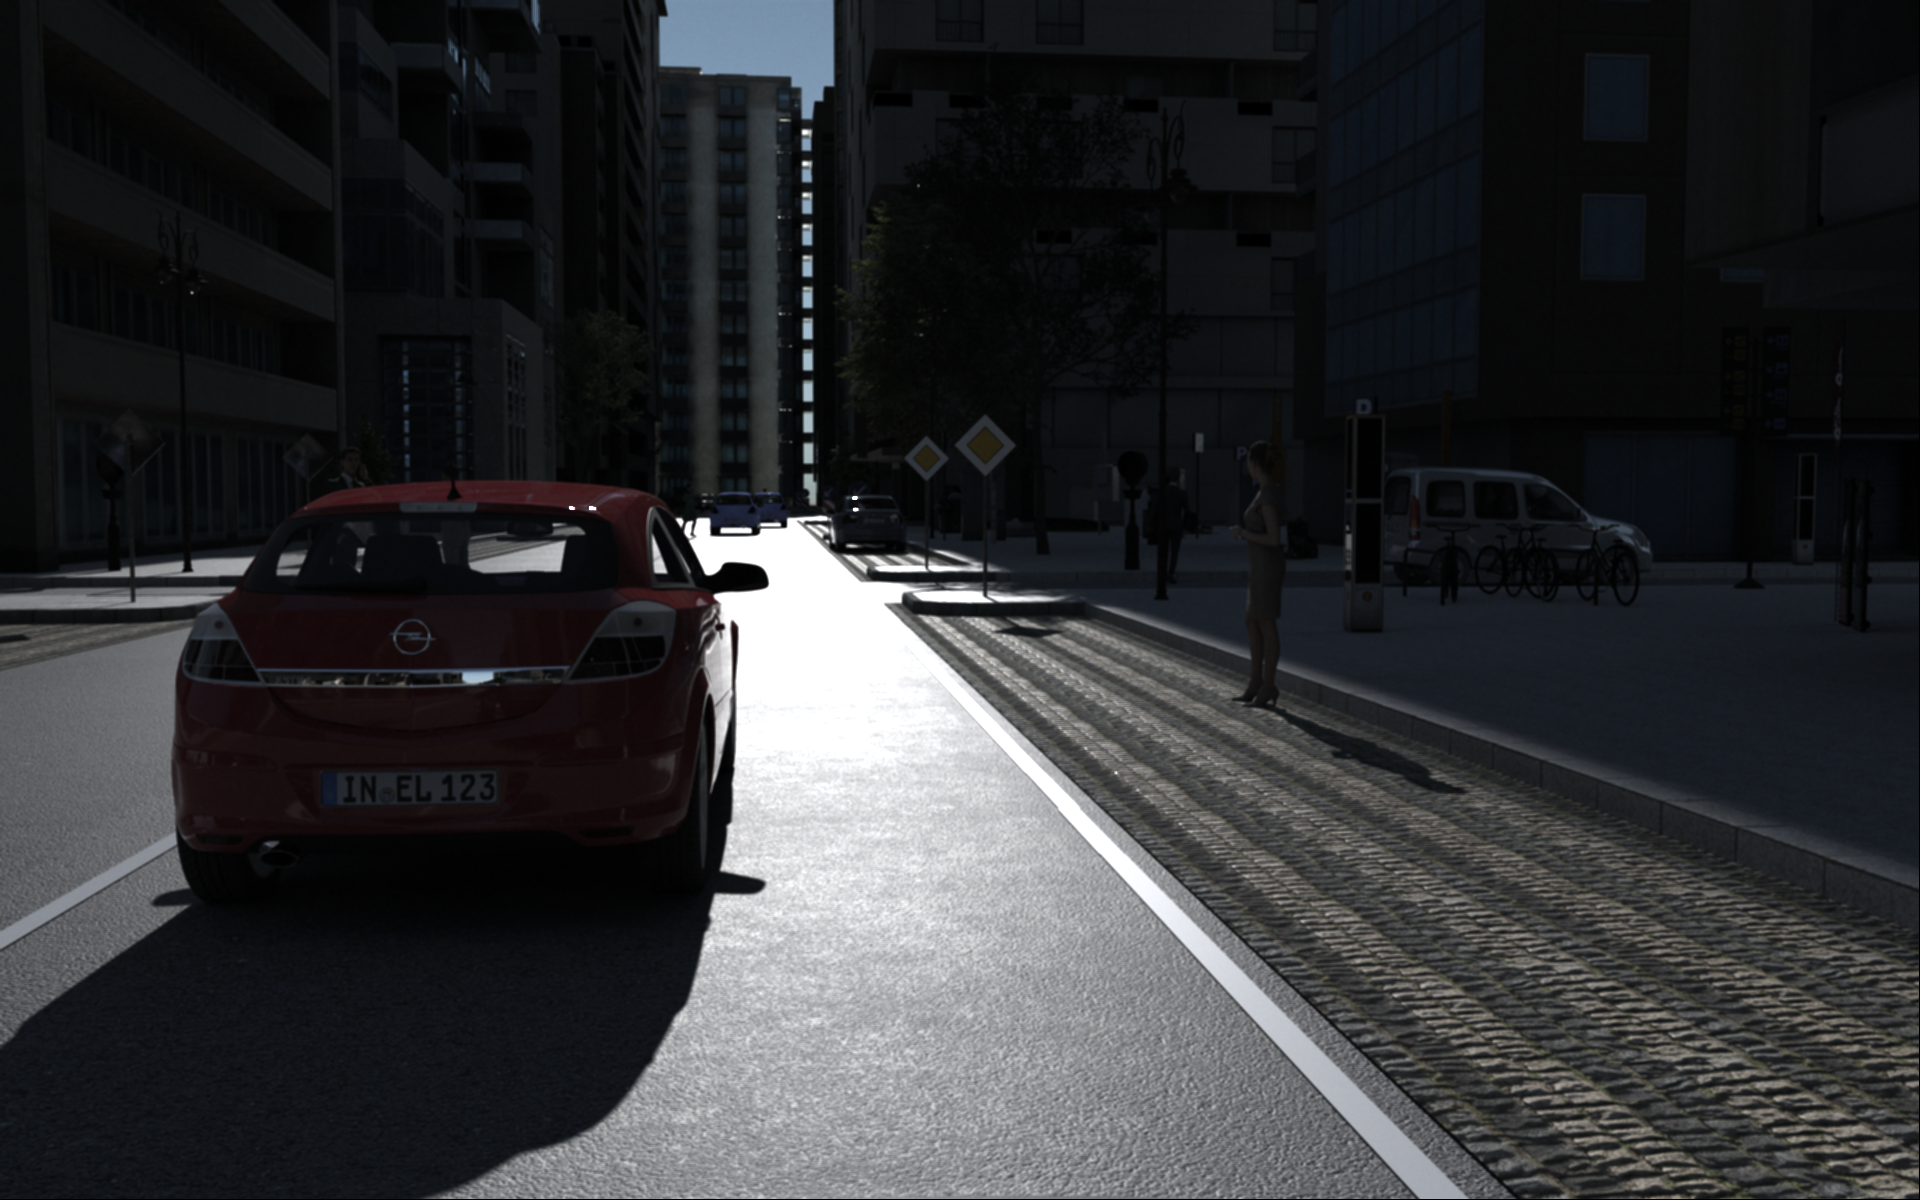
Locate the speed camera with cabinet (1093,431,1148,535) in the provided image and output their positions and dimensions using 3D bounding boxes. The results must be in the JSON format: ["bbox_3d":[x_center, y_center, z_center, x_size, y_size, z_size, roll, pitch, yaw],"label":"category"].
[{"bbox_3d":[5.202,-3.653,54.067,2.038,3.252,0.660,2,4,28],"label":"speed camera with cabinet"}]

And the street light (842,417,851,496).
[{"bbox_3d":[-6.804,-8.031,104.087,0.468,5.910,1.993,0,4,-6],"label":"street light"}]

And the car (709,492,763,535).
[{"bbox_3d":[-8.060,-3.222,62.277,1.945,1.707,3.694,0,4,-5],"label":"car"}]

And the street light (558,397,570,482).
[{"bbox_3d":[-18.765,-6.697,82.283,0.468,5.910,1.993,0,4,-6],"label":"street light"}]

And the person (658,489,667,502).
[{"bbox_3d":[-21.419,-7.093,124.913,0.683,1.767,0.568,-3,4,-36],"label":"person"}]

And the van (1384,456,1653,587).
[{"bbox_3d":[8.631,-1.219,26.945,4.112,2.044,2.013,0,4,-6],"label":"van"}]

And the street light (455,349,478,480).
[{"bbox_3d":[-15.740,-5.049,55.343,0.468,5.910,1.993,0,4,-6],"label":"street light"}]

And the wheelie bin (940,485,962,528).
[{"bbox_3d":[-0.254,-3.077,58.212,0.693,1.594,0.980,-3,5,-42],"label":"wheelie bin"}]

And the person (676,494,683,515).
[{"bbox_3d":[-19.061,-6.484,117.752,0.421,1.427,0.697,-2,4,-31],"label":"person"}]

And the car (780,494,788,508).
[{"bbox_3d":[-9.814,-4.904,88.969,1.959,1.807,4.718,0,4,-7],"label":"car"}]

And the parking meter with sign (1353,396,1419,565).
[{"bbox_3d":[7.982,-2.158,31.547,1.738,3.016,0.543,-2,4,-30],"label":"parking meter with sign"}]

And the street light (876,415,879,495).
[{"bbox_3d":[-3.708,-6.383,77.155,0.468,5.910,1.993,0,4,-6],"label":"street light"}]

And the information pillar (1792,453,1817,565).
[{"bbox_3d":[15.250,-1.639,31.284,0.304,2.012,0.304,1,4,12],"label":"information pillar"}]

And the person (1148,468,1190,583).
[{"bbox_3d":[3.395,-1.204,27.958,0.659,1.850,0.755,1,4,13],"label":"person"}]

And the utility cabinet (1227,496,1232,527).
[{"bbox_3d":[10.859,-3.406,66.844,1.020,1.237,0.306,-1,4,-11],"label":"utility cabinet"}]

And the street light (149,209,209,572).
[{"bbox_3d":[-12.743,-3.401,28.401,0.468,5.910,1.993,0,4,-6],"label":"street light"}]

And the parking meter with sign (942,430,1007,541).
[{"bbox_3d":[0.399,-3.148,47.725,1.738,3.016,0.543,0,4,-3],"label":"parking meter with sign"}]

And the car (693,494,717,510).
[{"bbox_3d":[-20.047,-7.571,135.582,2.131,1.459,4.920,0,4,-7],"label":"car"}]

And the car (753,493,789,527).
[{"bbox_3d":[-8.414,-4.034,75.552,1.945,1.707,3.694,0,4,-8],"label":"car"}]

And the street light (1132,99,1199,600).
[{"bbox_3d":[2.447,-2.940,20.860,0.468,5.910,1.993,0,4,-6],"label":"street light"}]

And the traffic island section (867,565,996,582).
[{"bbox_3d":[-0.550,-0.450,29.638,2.009,0.180,2.903,0,4,-6],"label":"traffic island section"}]

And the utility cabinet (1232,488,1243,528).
[{"bbox_3d":[10.810,-3.441,64.947,1.173,1.500,0.318,0,4,-7],"label":"utility cabinet"}]

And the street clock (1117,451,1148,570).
[{"bbox_3d":[2.908,-1.507,29.214,0.471,2.002,0.358,2,4,35],"label":"street clock"}]

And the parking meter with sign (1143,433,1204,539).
[{"bbox_3d":[6.113,-3.289,50.031,1.738,3.016,0.543,2,4,33],"label":"parking meter with sign"}]

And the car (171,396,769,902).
[{"bbox_3d":[-1.933,0.087,7.625,2.155,1.783,4.494,0,4,-5],"label":"car"}]

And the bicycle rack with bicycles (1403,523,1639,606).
[{"bbox_3d":[6.592,-0.465,20.987,2.852,0.926,2.925,0,4,2],"label":"bicycle rack with bicycles"}]

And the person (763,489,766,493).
[{"bbox_3d":[-13.723,-6.918,121.629,0.705,1.821,1.348,-1,4,-23],"label":"person"}]

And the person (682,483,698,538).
[{"bbox_3d":[-8.836,-2.920,56.489,0.529,1.795,0.600,1,4,9],"label":"person"}]

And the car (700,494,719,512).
[{"bbox_3d":[-20.318,-7.944,141.680,2.131,1.459,4.920,0,4,-7],"label":"car"}]

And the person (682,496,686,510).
[{"bbox_3d":[-19.044,-6.608,119.725,0.799,1.438,0.628,3,5,42],"label":"person"}]

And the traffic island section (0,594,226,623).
[{"bbox_3d":[-9.845,0.104,20.577,2.009,0.180,2.903,0,4,-6],"label":"traffic island section"}]

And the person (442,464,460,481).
[{"bbox_3d":[-6.346,-0.789,21.574,0.466,1.800,0.511,0,4,6],"label":"person"}]

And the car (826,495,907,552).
[{"bbox_3d":[-2.382,-1.967,44.159,2.014,1.417,4.499,0,4,-8],"label":"car"}]

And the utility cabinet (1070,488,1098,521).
[{"bbox_3d":[4.681,-3.458,65.216,1.173,1.500,0.318,3,5,44],"label":"utility cabinet"}]

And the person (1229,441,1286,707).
[{"bbox_3d":[1.990,-0.168,11.590,0.374,1.781,0.599,1,4,11],"label":"person"}]

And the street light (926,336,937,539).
[{"bbox_3d":[-0.808,-4.707,49.745,0.468,5.910,1.993,0,4,-6],"label":"street light"}]

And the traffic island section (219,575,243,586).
[{"bbox_3d":[-10.729,-0.381,28.513,2.009,0.180,2.903,0,4,-6],"label":"traffic island section"}]

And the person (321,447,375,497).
[{"bbox_3d":[-6.117,-0.584,17.411,0.474,1.900,0.648,1,4,9],"label":"person"}]

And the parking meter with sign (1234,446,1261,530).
[{"bbox_3d":[10.375,-4.004,61.730,0.543,3.016,1.738,-1,4,-16],"label":"parking meter with sign"}]

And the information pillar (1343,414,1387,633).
[{"bbox_3d":[3.759,-0.710,16.099,0.304,2.012,0.304,0,4,-1],"label":"information pillar"}]

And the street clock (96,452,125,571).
[{"bbox_3d":[-14.188,-1.495,29.009,0.471,2.002,0.358,-2,4,-25],"label":"street clock"}]
